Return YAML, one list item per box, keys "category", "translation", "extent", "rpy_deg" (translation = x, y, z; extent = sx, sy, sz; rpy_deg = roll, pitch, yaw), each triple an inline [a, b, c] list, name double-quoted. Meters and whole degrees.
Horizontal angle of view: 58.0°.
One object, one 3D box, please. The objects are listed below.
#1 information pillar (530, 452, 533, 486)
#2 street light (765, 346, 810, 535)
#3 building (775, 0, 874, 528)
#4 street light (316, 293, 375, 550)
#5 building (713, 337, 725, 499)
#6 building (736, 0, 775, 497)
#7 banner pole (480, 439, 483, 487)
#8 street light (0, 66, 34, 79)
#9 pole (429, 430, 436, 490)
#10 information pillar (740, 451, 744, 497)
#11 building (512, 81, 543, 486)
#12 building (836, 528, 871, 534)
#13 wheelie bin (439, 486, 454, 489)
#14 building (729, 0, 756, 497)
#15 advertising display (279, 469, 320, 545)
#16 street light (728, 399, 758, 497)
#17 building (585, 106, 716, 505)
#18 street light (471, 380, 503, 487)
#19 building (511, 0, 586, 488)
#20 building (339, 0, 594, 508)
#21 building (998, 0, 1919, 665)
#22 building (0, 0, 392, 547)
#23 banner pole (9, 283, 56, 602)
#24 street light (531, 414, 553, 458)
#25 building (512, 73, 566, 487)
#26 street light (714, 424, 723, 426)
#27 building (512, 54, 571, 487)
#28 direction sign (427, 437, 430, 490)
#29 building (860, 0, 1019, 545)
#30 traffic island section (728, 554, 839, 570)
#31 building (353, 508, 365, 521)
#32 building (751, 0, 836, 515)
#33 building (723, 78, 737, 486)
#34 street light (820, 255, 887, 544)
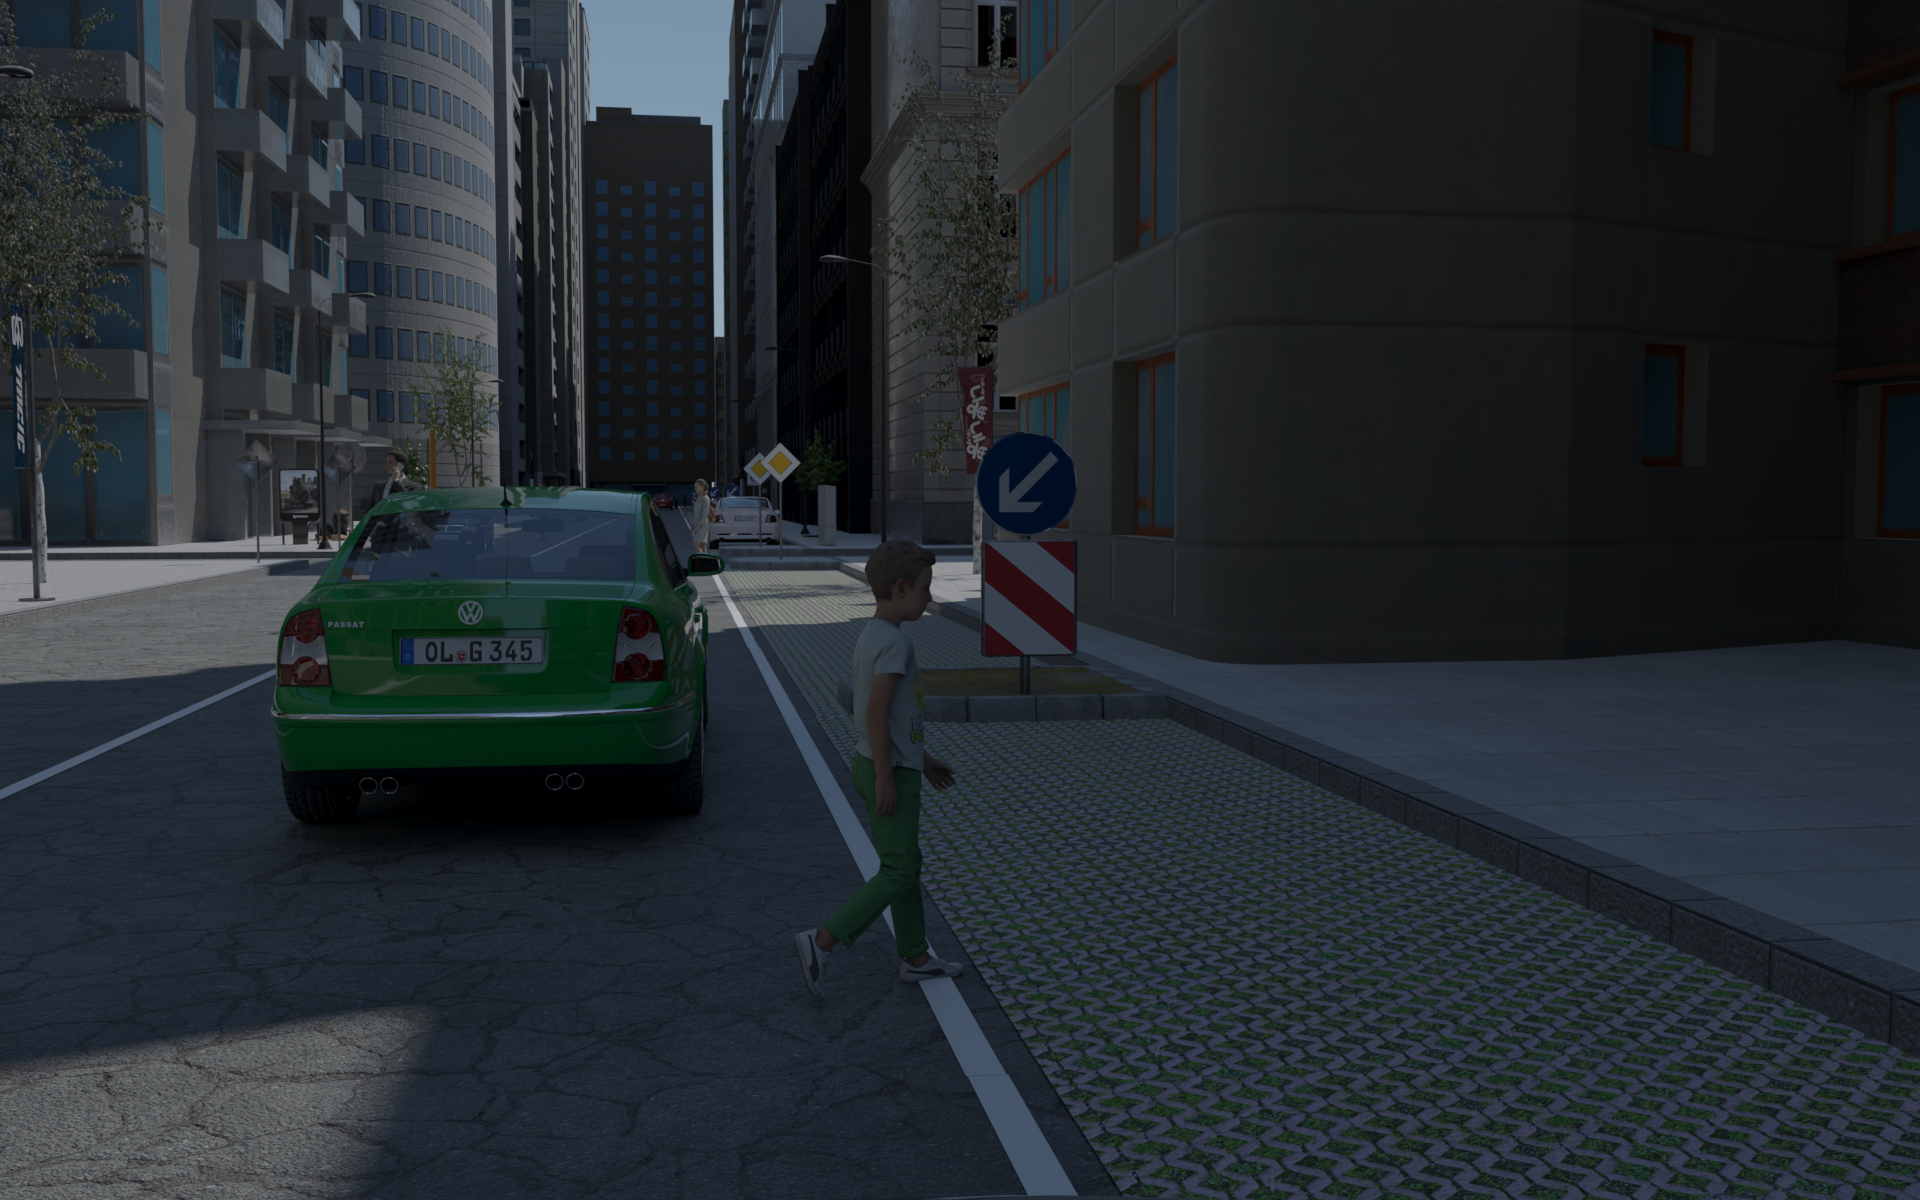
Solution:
- category: "information pillar"
  translation: [-23.690, -6.387, 95.775]
  extent: [0.183, 3.616, 0.504]
  rpy_deg: [-2, 4, -24]
- category: "street light"
  translation: [-5.453, -5.026, 54.722]
  extent: [1.470, 5.913, 1.316]
  rpy_deg: [-1, 4, -9]
- category: "building"
  translation: [-1.818, -15.298, 79.795]
  extent: [12.332, 23.373, 15.834]
  rpy_deg: [-1, 4, -9]
- category: "street light"
  translation: [-14.191, -4.129, 40.050]
  extent: [1.470, 5.913, 1.316]
  rpy_deg: [-1, 4, -9]
- category: "building"
  translation: [-15.893, -22.680, 215.849]
  extent: [28.899, 21.520, 27.650]
  rpy_deg: [-1, 4, -9]
- category: "building"
  translation: [-5.287, -31.489, 134.457]
  extent: [23.786, 49.044, 30.456]
  rpy_deg: [-1, 4, -9]
- category: "banner pole"
  translation: [-21.816, -5.444, 79.020]
  extent: [0.401, 3.779, 0.863]
  rpy_deg: [-1, 4, -19]
- category: "street light"
  translation: [-10.757, -2.834, 18.880]
  extent: [1.470, 5.913, 1.316]
  rpy_deg: [-1, 4, -9]
- category: "pole"
  translation: [-16.698, -3.734, 54.896]
  extent: [0.158, 3.312, 0.155]
  rpy_deg: [0, 3, 0]
- category: "information pillar"
  translation: [-11.933, -6.332, 94.875]
  extent: [0.183, 3.616, 0.504]
  rpy_deg: [1, 4, 10]
- category: "building"
  translation: [-36.752, -21.284, 119.690]
  extent: [14.160, 30.474, 14.107]
  rpy_deg: [-1, 4, -9]
- category: "building"
  translation: [1.208, -14.316, 63.751]
  extent: [12.332, 23.373, 15.834]
  rpy_deg: [-1, 4, -9]
- category: "wheelie bin"
  translation: [-21.264, -3.898, 71.641]
  extent: [0.980, 1.594, 0.693]
  rpy_deg: [-3, 4, -39]
- category: "building"
  translation: [-13.420, -30.930, 155.815]
  extent: [14.600, 45.320, 14.200]
  rpy_deg: [-1, 4, -9]
- category: "advertising display"
  translation: [-16.797, -2.377, 44.071]
  extent: [0.974, 1.923, 0.123]
  rpy_deg: [0, 4, -7]
- category: "street light"
  translation: [-10.543, -6.893, 85.247]
  extent: [1.470, 5.913, 1.316]
  rpy_deg: [-1, 4, -9]
- category: "building"
  translation: [-36.338, -33.901, 204.387]
  extent: [14.200, 45.320, 14.600]
  rpy_deg: [-1, 4, -9]
- category: "street light"
  translation: [-19.239, -5.984, 70.376]
  extent: [1.470, 5.913, 1.316]
  rpy_deg: [-1, 4, -9]
- category: "building"
  translation: [-49.248, -45.068, 175.107]
  extent: [20.611, 71.187, 20.563]
  rpy_deg: [-1, 4, -9]
- category: "building"
  translation: [-58.046, -40.566, 205.259]
  extent: [28.212, 58.520, 21.231]
  rpy_deg: [-1, 4, -9]
- category: "building"
  translation: [16.476, -10.037, 9.141]
  extent: [27.650, 21.520, 28.899]
  rpy_deg: [-1, 4, -9]
- category: "building"
  translation: [-31.166, -26.444, 51.976]
  extent: [23.786, 49.044, 30.456]
  rpy_deg: [-1, 4, -9]
- category: "banner pole"
  translation: [-11.048, -1.863, 20.476]
  extent: [0.401, 3.779, 0.863]
  rpy_deg: [-1, 4, -11]
- category: "street light"
  translation: [-24.404, -7.861, 101.072]
  extent: [1.470, 5.913, 1.316]
  rpy_deg: [-1, 4, -9]
- category: "building"
  translation: [-48.140, -27.211, 136.781]
  extent: [32.217, 40.220, 23.993]
  rpy_deg: [-1, 4, -9]
- category: "street light"
  translation: [-15.678, -8.736, 115.367]
  extent: [1.470, 5.913, 1.316]
  rpy_deg: [-1, 4, -9]
- category: "building"
  translation: [-43.122, -28.945, 156.845]
  extent: [14.154, 41.232, 14.086]
  rpy_deg: [-1, 4, -9]
- category: "direction sign"
  translation: [-21.288, -4.732, 69.372]
  extent: [0.379, 3.537, 0.876]
  rpy_deg: [-1, 4, -16]
- category: "building"
  translation: [10.081, -15.469, 50.186]
  extent: [25.104, 27.353, 12.463]
  rpy_deg: [-1, 4, -9]
- category: "traffic island section"
  translation: [-3.477, -0.708, 33.851]
  extent: [2.009, 0.180, 2.903]
  rpy_deg: [-1, 4, -9]
- category: "building"
  translation: [-35.590, -33.569, 90.860]
  extent: [21.231, 58.520, 28.212]
  rpy_deg: [-1, 4, -9]
- category: "building"
  translation: [-5.932, -19.848, 102.007]
  extent: [11.434, 29.767, 29.804]
  rpy_deg: [-1, 4, -9]
- category: "building"
  translation: [-15.547, -29.750, 170.012]
  extent: [14.154, 41.232, 14.086]
  rpy_deg: [-1, 4, -9]
- category: "street light"
  translation: [-2.033, -3.757, 33.964]
  extent: [1.470, 5.913, 1.316]
  rpy_deg: [-1, 4, -9]
